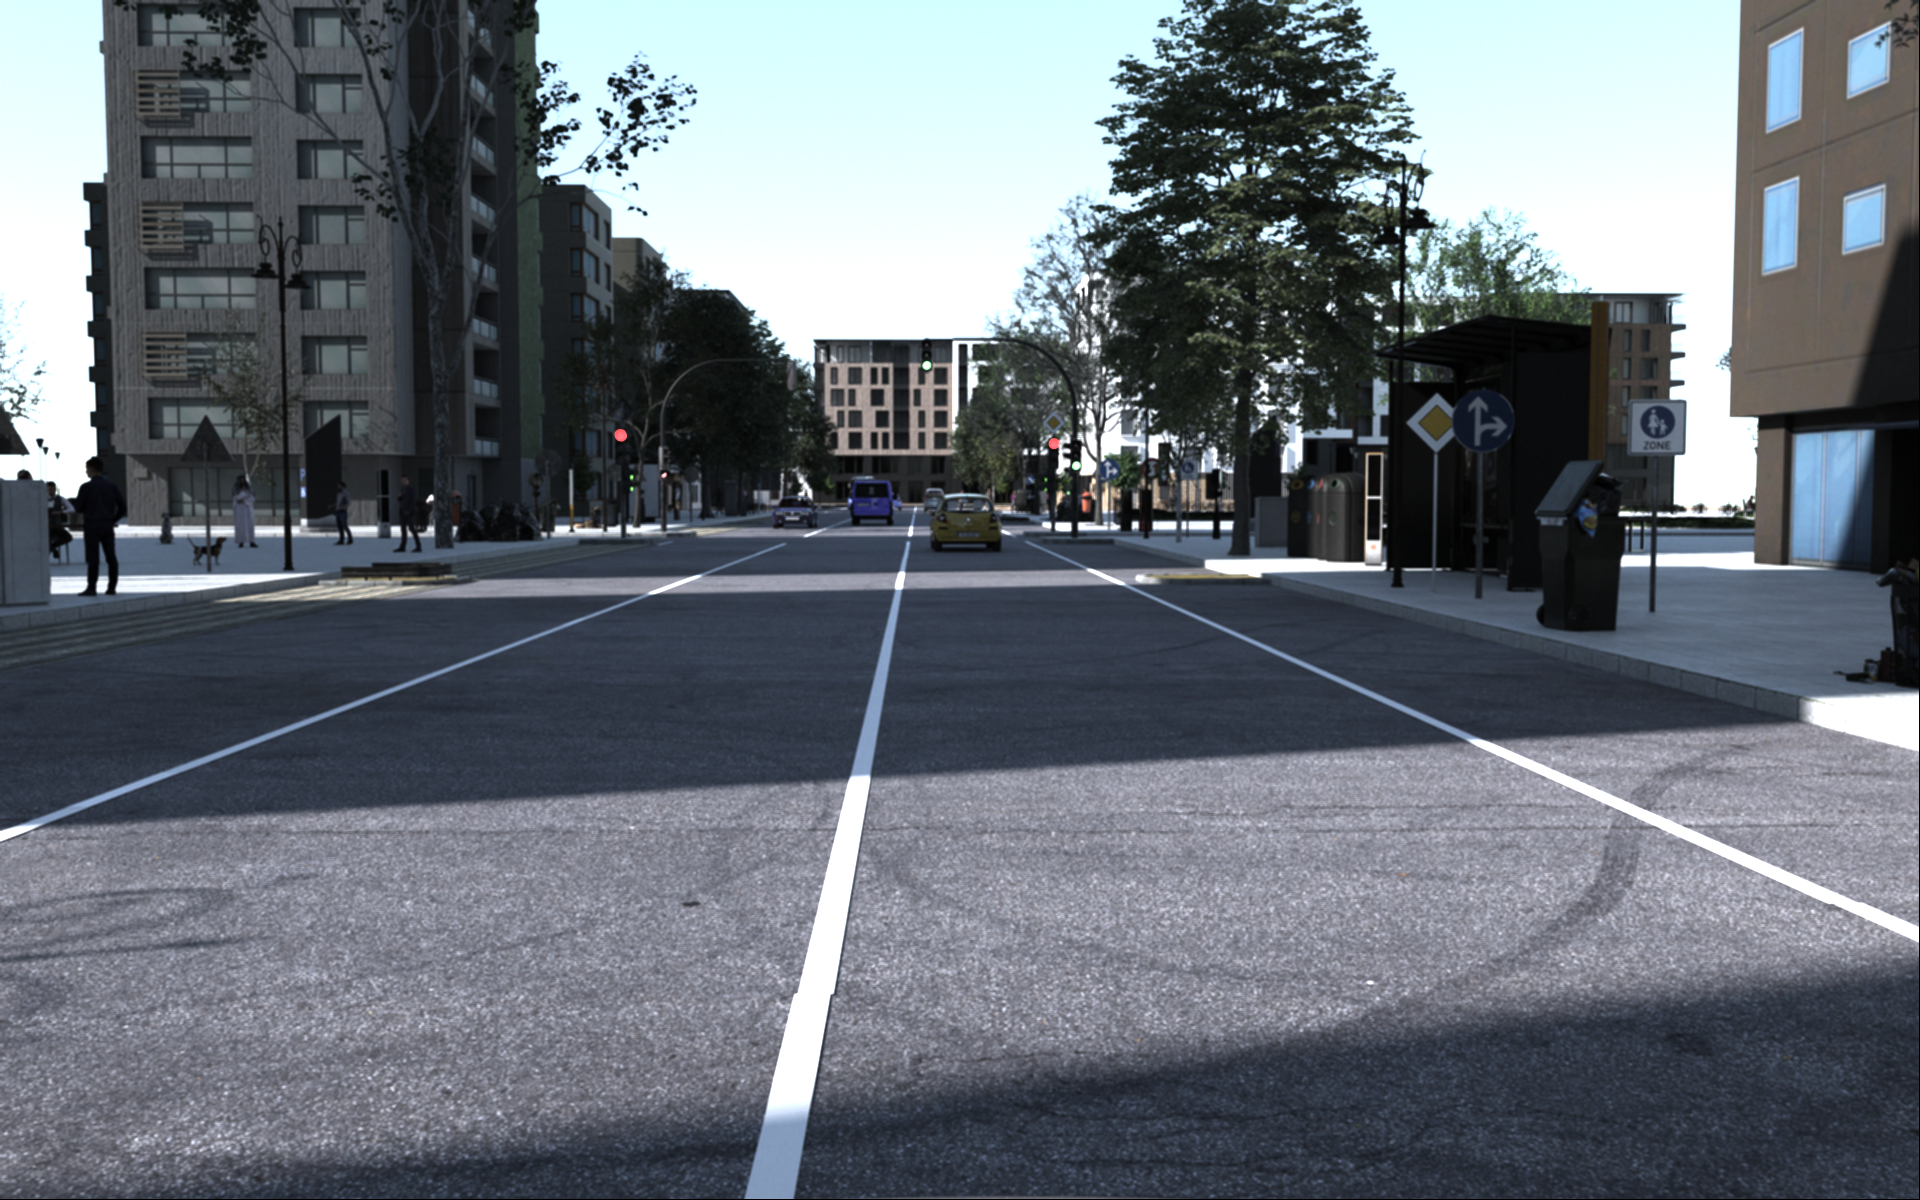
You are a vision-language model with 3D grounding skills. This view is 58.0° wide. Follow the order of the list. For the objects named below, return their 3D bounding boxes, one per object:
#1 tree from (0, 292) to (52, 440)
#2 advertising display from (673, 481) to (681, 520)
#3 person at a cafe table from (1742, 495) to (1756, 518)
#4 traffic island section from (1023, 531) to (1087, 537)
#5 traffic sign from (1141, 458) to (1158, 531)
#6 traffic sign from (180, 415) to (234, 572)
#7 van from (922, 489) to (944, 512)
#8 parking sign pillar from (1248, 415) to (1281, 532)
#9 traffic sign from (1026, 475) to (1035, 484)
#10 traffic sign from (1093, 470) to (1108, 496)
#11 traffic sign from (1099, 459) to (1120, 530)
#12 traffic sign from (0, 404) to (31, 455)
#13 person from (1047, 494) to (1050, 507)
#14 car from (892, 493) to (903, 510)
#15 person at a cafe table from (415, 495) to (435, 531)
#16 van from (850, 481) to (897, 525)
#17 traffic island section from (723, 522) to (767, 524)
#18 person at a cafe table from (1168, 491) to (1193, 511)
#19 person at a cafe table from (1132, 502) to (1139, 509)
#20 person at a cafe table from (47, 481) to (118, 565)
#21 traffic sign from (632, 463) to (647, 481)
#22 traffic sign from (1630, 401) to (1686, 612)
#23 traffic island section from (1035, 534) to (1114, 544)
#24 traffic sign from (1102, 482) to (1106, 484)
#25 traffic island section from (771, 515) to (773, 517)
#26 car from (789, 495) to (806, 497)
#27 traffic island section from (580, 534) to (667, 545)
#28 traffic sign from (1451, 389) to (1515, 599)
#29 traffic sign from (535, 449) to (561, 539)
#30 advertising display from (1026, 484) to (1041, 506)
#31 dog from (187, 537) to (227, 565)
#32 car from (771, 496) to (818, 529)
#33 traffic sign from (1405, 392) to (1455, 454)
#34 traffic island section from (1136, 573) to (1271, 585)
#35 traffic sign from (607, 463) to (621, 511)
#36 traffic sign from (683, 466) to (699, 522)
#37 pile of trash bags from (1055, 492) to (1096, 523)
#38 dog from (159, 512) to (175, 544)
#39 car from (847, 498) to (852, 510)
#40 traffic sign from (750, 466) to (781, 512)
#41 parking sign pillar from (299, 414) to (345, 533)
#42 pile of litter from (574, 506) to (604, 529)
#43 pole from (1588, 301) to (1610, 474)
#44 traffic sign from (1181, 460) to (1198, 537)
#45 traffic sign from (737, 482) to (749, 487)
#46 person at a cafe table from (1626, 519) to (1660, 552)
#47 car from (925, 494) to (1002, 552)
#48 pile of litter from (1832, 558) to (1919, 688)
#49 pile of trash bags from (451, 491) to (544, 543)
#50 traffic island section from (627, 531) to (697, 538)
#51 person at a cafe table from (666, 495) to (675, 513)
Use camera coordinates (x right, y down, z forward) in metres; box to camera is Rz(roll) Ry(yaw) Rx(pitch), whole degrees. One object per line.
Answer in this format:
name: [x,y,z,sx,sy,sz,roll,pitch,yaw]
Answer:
tree: [-34.360,-6.768,61.020,4.360,8.622,3.978,0,3,0]
advertising display: [-13.883,-4.873,84.892,0.123,1.923,0.974,0,4,5]
person at a cafe table: [39.258,-4.521,84.778,1.726,1.238,1.698,2,4,34]
traffic island section: [3.189,-2.237,58.854,2.009,0.180,2.903,0,4,-1]
traffic sign: [6.724,-3.705,60.677,0.768,2.556,0.104,0,4,5]
traffic sign: [-12.396,-1.744,28.526,0.884,2.594,0.081,0,4,0]
van: [-2.001,-7.937,136.776,2.013,2.044,4.112,0,4,0]
parking sign pillar: [10.460,-4.364,59.824,1.447,3.967,1.447,-3,4,-38]
traffic sign: [4.861,-7.153,117.058,0.768,2.556,0.104,0,4,6]
traffic sign: [6.610,-4.945,80.955,0.768,2.556,0.104,0,4,1]
traffic sign: [5.385,-3.816,62.499,0.768,2.556,0.104,0,4,0]
traffic sign: [-13.120,-1.445,23.623,0.884,2.594,0.081,0,4,1]
person: [8.015,-9.286,158.550,0.721,1.739,1.217,2,4,24]
car: [-6.082,-8.875,154.691,1.945,1.707,3.694,0,4,-1]
person at a cafe table: [-18.668,-3.249,61.641,1.698,1.524,1.622,-2,4,-28]
van: [-4.064,-4.685,80.979,2.240,2.365,5.245,0,4,-1]
traffic island section: [-10.295,-3.690,83.195,1.991,0.108,1.994,0,4,-1]
person at a cafe table: [16.602,-7.535,131.711,1.698,1.524,1.622,3,5,40]
person at a cafe table: [12.424,-6.928,124.128,1.726,1.238,1.698,0,4,-2]
person at a cafe table: [-16.509,-1.414,31.635,1.698,1.524,1.622,-3,5,-40]
traffic sign: [-13.498,-4.425,72.353,0.884,2.594,0.081,0,4,7]
traffic sign: [7.541,-1.020,18.803,0.606,2.300,0.079,0,4,6]
traffic island section: [3.380,-1.749,50.871,2.009,0.180,2.903,0,4,-1]
traffic sign: [6.849,-5.116,83.754,0.768,2.556,0.104,0,4,3]
traffic island section: [-10.951,-5.347,110.288,1.991,0.108,1.994,0,4,-1]
car: [-11.446,-6.663,121.522,1.945,1.354,3.894,0,4,-2]
traffic island section: [-9.837,-1.730,50.560,2.009,0.180,2.903,0,4,-1]
traffic sign: [6.369,-1.289,21.189,0.768,2.556,0.104,0,4,1]
traffic sign: [-11.776,-3.021,49.507,0.768,2.556,0.104,0,4,4]
advertising display: [4.876,-6.720,115.084,0.974,1.923,0.123,1,4,9]
dog: [-13.628,-0.889,31.367,0.406,0.507,0.540,2,4,35]
car: [-6.947,-3.703,73.127,1.945,1.354,3.894,0,4,-1]
traffic sign: [6.165,-1.385,22.376,0.795,2.593,0.064,0,4,7]
traffic island section: [3.917,-0.337,28.382,1.991,0.108,1.994,0,4,-1]
traffic sign: [-14.240,-4.373,71.611,0.768,2.556,0.104,0,4,7]
traffic sign: [-12.258,-4.820,78.905,0.768,2.556,0.104,1,4,8]
pile of trash bags: [5.477,-4.237,79.024,1.912,1.369,3.447,-1,4,-9]
dog: [-20.530,-1.846,44.570,0.513,0.831,0.800,1,4,20]
car: [-9.524,-9.295,161.571,1.945,1.707,3.694,0,4,1]
traffic sign: [-14.205,-8.111,126.489,2.265,3.308,0.079,0,4,7]
parking sign pillar: [-21.412,-4.254,58.022,1.447,3.967,1.447,3,5,41]
pile of litter: [-13.909,-3.123,65.024,1.176,0.858,1.719,-1,4,-10]
pole: [6.797,-1.506,18.474,0.158,3.312,0.155,0,3,0]
traffic sign: [6.745,-3.008,51.302,0.606,2.300,0.079,0,4,3]
traffic sign: [-15.391,-7.498,122.588,0.884,2.594,0.081,0,4,7]
person at a cafe table: [14.524,-1.711,38.835,1.698,1.238,1.726,3,5,41]
car: [0.119,-2.101,44.572,2.015,1.641,3.980,0,4,-3]
pile of litter: [6.658,0.143,11.623,1.176,0.858,1.719,0,4,3]
pile of trash bags: [-12.848,-2.263,46.750,1.912,1.369,3.447,1,4,19]
traffic island section: [-10.028,-2.218,58.543,2.009,0.180,2.903,0,4,-1]
person at a cafe table: [-19.949,-6.586,118.535,1.698,1.238,1.726,2,4,24]
